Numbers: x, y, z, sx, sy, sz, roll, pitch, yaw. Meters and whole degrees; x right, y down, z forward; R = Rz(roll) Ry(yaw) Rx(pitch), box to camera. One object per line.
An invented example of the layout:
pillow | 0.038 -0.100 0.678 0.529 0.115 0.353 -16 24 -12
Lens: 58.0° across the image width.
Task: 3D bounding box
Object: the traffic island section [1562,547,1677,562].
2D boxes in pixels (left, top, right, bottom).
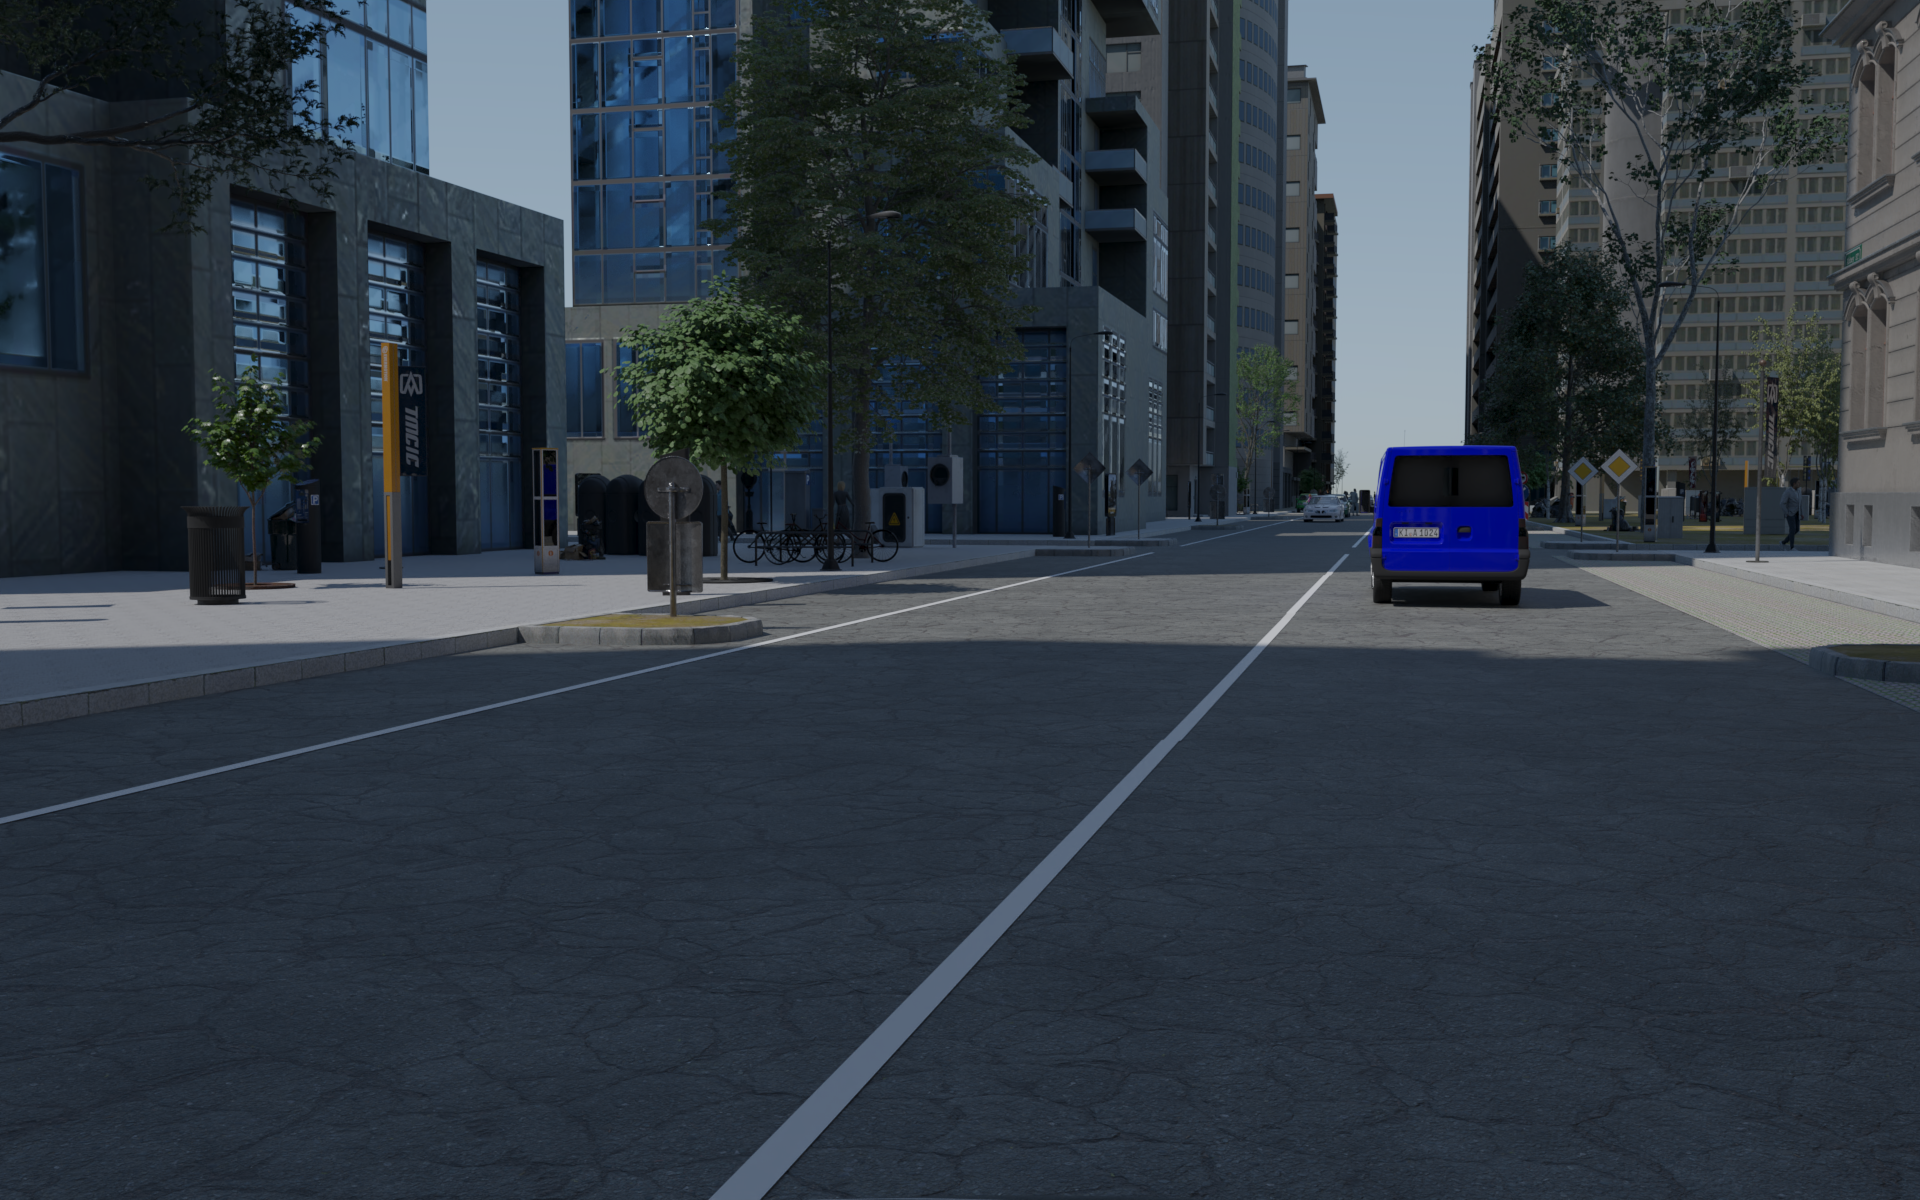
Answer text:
traffic island section | 14.573 -0.983 38.354 2.009 0.180 2.903 1 4 14

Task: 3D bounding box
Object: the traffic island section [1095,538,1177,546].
traffic island section | 5.038 -1.636 49.037 2.009 0.180 2.903 1 4 14

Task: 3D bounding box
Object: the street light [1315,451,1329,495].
street light | 38.356 -12.979 184.752 1.470 5.913 1.316 1 4 14

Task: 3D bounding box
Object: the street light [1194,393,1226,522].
street light | 11.538 -6.558 79.758 1.470 5.913 1.316 1 4 14

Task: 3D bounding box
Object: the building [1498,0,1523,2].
building | 58.907 -32.520 155.411 21.300 48.544 21.600 1 4 14

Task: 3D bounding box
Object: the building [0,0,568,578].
building | -27.081 -43.966 31.513 31.000 86.520 22.319 1 4 14

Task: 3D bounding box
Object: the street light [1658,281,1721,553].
street light | 15.943 -3.996 37.879 1.470 5.913 1.316 1 4 14

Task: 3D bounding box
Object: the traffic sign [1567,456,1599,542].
traffic sign | 16.532 -2.592 46.018 0.795 2.450 0.064 1 4 14

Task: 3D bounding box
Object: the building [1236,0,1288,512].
building | 14.386 -36.434 137.694 21.231 58.520 28.212 1 4 14

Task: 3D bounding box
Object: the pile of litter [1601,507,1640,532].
pile of litter | 22.882 -2.803 59.787 1.176 0.858 1.719 0 4 -2

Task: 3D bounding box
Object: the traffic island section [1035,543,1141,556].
traffic island section | 3.054 -1.163 41.302 2.009 0.180 2.903 1 4 14

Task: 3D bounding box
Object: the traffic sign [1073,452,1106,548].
traffic sign | 3.079 -2.299 41.234 0.795 2.450 0.064 1 4 14

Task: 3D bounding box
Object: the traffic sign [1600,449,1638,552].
traffic sign | 14.548 -2.119 38.283 0.795 2.450 0.064 1 4 14

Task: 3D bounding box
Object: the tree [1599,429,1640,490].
tree | 42.577 -9.844 111.318 4.360 8.622 3.978 0 3 0

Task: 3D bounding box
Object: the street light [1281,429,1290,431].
street light | 22.959 -9.296 124.535 1.470 5.913 1.316 1 4 14

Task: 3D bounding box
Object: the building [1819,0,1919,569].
building | 21.343 -14.404 22.896 14.401 28.519 23.554 1 4 14

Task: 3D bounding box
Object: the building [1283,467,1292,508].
building | 20.502 -44.198 160.896 20.563 71.187 20.611 1 4 14

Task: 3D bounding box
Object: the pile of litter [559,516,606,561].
pile of litter | -7.506 -1.230 34.079 1.176 0.858 1.719 0 4 2

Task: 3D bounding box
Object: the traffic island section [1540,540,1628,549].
traffic island section | 16.557 -1.456 46.090 2.009 0.180 2.903 1 4 14

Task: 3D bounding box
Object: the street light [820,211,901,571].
street light | -1.643 -3.436 28.714 1.470 5.913 1.316 1 4 14

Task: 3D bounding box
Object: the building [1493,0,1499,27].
building | 72.417 -47.070 207.850 20.563 71.187 20.611 1 4 14

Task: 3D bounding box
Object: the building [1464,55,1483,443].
building | 78.782 -42.187 231.762 21.231 58.520 28.212 1 4 14

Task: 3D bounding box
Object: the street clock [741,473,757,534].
street clock | -6.716 -3.094 55.158 0.471 2.002 0.358 1 4 19

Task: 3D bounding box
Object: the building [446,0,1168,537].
building | -2.688 -46.262 69.063 22.319 86.520 31.000 1 4 14

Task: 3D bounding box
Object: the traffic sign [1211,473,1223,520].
traffic sign | 12.746 -5.119 85.828 0.606 2.300 0.079 2 4 24

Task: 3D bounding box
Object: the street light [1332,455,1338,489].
street light | 43.360 -14.147 203.851 1.470 5.913 1.316 1 4 14

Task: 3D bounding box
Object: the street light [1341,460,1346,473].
street light | 50.989 -15.993 234.021 1.470 5.913 1.316 1 4 14

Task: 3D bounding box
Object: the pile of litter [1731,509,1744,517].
pile of litter | 43.741 -5.019 96.031 1.176 0.858 1.719 -3 5 -43

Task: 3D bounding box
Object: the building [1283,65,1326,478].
building | 31.115 -38.609 220.494 28.713 52.752 27.495 1 4 14

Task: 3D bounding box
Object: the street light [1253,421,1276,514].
street light | 19.278 -8.394 109.779 1.470 5.913 1.316 1 4 14

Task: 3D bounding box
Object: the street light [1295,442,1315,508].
street light | 30.653 -11.143 154.723 1.470 5.913 1.316 1 4 14

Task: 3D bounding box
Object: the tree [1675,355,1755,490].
tree | 40.273 -8.694 92.511 4.360 8.622 3.978 0 3 0

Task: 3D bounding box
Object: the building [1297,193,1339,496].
building | 42.332 -36.275 247.727 22.147 44.769 28.867 1 4 14

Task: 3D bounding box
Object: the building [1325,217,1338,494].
building | 50.776 -37.775 267.739 14.600 45.320 14.200 1 4 14

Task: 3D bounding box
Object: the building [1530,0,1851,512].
building | 58.549 -26.867 131.158 32.217 40.220 23.993 1 4 14

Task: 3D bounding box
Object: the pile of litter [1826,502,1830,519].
pile of litter | 45.591 -4.683 90.527 1.719 0.858 1.176 -1 4 -22

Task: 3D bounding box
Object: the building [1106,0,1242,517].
building | 8.319 -25.413 99.102 14.154 41.232 14.086 1 4 14

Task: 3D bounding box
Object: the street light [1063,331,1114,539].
street light | 3.676 -4.707 49.504 1.470 5.913 1.316 1 4 14

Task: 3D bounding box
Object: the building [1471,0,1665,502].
building | 64.027 -33.853 177.206 21.300 48.544 21.600 1 4 14

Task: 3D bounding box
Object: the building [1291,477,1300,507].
building | 19.852 -30.159 184.985 32.217 40.220 23.993 1 4 14

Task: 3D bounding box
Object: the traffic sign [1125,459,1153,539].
traffic sign | 5.063 -2.772 48.970 0.795 2.450 0.064 1 4 14

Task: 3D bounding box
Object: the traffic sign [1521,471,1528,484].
traffic sign | 31.208 -5.892 96.434 0.768 2.556 0.104 1 4 17
